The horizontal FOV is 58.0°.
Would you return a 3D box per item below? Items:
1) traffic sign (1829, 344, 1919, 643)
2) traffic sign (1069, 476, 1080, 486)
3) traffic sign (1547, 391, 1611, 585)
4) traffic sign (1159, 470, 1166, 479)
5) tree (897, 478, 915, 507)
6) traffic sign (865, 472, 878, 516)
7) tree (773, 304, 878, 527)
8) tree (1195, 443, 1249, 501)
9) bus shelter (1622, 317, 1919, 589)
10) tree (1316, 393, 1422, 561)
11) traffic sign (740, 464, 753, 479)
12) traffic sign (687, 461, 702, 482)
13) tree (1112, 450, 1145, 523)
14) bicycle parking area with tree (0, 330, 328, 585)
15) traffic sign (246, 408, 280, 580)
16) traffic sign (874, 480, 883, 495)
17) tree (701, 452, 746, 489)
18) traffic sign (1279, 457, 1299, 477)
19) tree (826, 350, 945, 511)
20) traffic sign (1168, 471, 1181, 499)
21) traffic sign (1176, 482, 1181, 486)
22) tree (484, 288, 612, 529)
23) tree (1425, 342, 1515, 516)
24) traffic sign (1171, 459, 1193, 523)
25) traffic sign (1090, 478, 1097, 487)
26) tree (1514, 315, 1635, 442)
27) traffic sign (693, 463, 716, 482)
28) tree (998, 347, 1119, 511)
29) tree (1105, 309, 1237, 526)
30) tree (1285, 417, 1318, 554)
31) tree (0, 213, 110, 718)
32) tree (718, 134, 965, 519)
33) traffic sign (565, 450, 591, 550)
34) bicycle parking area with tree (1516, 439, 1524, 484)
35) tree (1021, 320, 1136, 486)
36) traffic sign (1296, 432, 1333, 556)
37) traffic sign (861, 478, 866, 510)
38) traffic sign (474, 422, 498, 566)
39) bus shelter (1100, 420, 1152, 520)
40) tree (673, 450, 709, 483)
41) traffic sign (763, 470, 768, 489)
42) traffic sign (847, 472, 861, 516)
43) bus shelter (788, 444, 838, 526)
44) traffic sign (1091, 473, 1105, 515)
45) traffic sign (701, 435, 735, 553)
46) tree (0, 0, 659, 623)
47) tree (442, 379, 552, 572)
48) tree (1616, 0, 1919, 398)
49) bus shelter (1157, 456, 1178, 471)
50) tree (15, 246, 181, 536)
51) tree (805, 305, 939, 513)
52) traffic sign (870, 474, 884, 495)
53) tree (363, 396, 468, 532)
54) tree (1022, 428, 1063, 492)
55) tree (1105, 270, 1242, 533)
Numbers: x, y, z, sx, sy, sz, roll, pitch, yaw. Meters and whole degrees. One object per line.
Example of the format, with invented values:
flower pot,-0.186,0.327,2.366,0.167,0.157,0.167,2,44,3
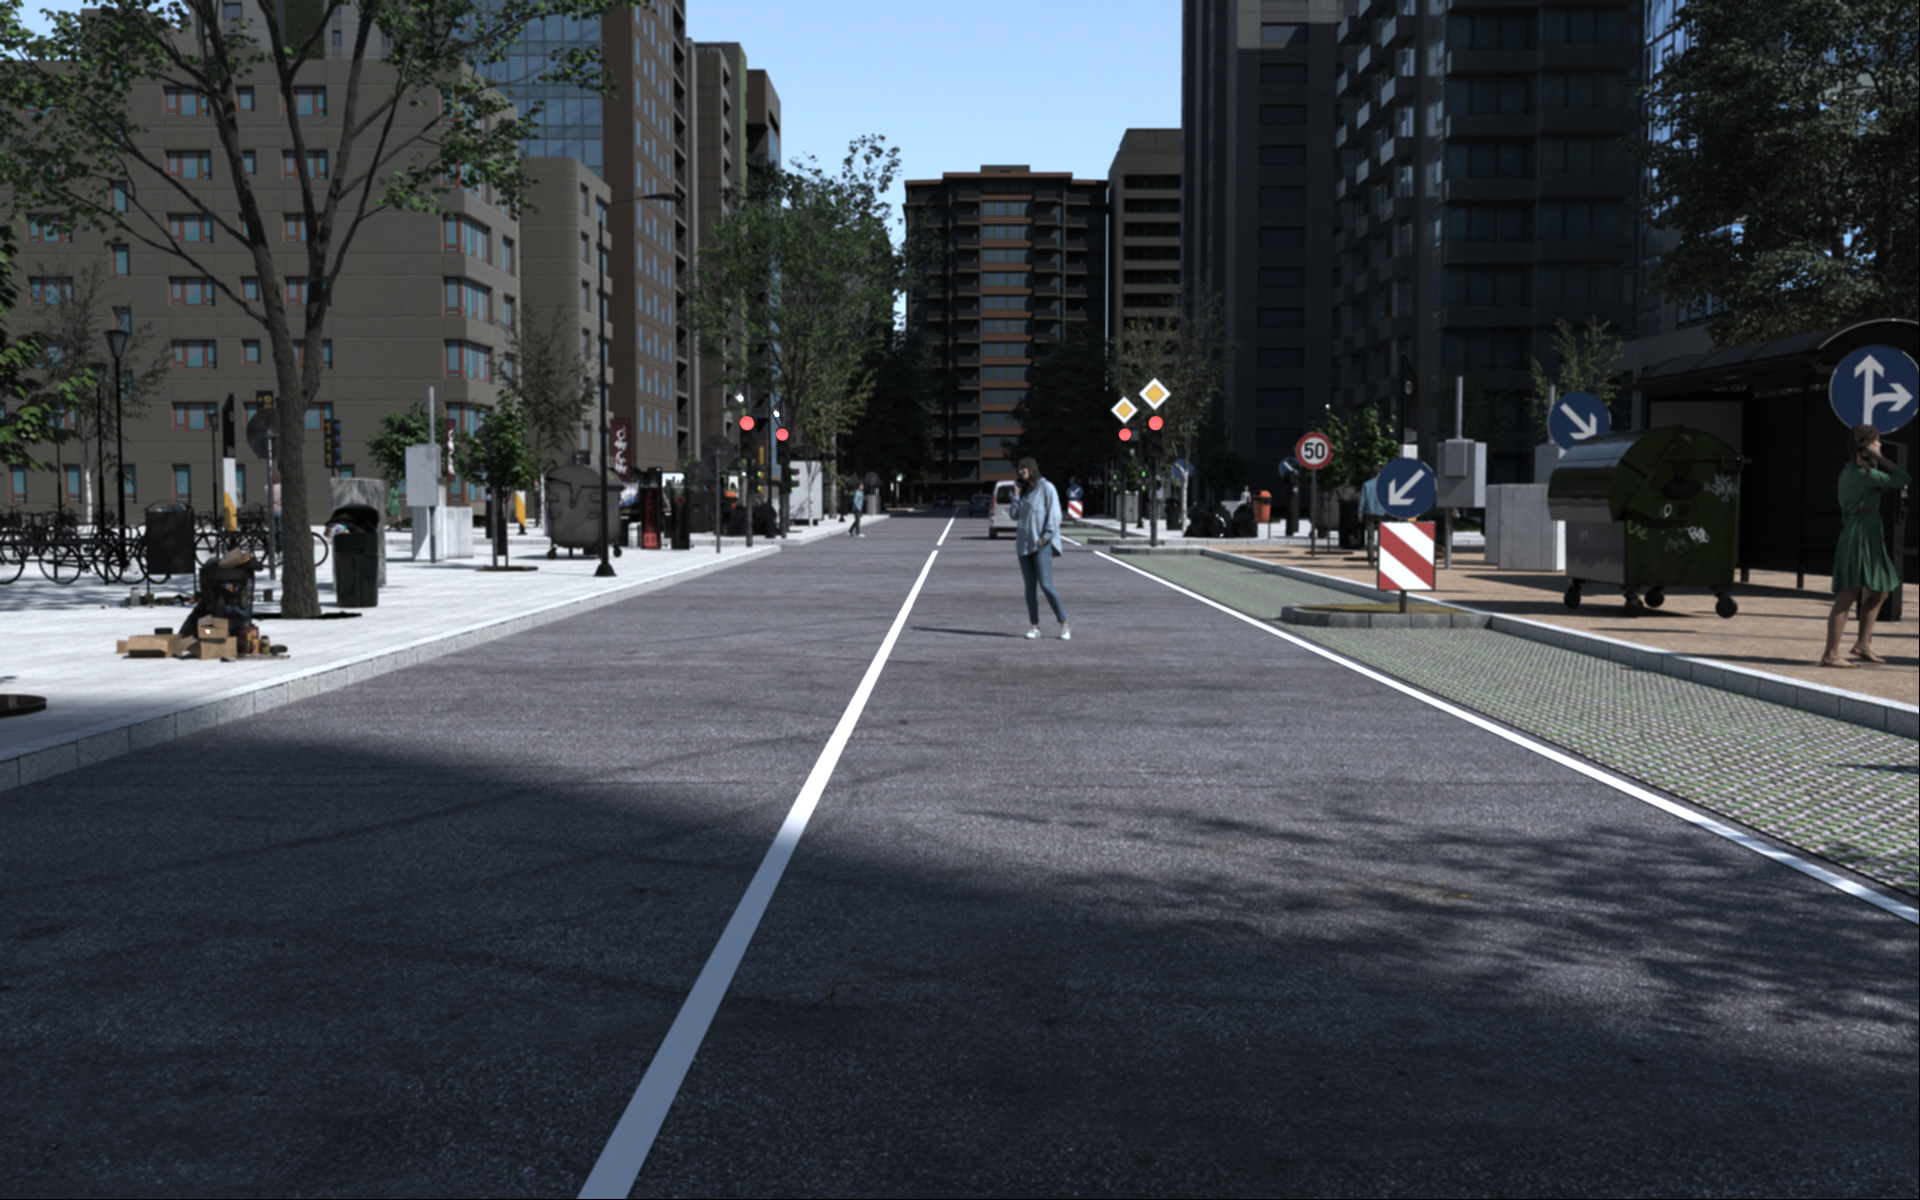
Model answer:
traffic sign,7.816,-0.903,14.863,0.768,2.556,0.104,0,4,6
traffic sign,8.075,-7.441,121.769,0.768,2.556,0.104,0,4,6
traffic sign,7.652,-1.308,21.500,0.768,2.556,0.104,0,4,4
traffic sign,10.426,-5.546,90.787,0.768,2.556,0.104,0,4,5
tree,-5.577,-10.864,172.225,1.663,3.219,1.824,0,3,0
traffic sign,-5.097,-6.083,99.567,0.768,2.556,0.104,0,4,1
tree,-5.566,-7.101,66.466,4.737,8.622,4.395,0,3,0
tree,16.798,-7.760,110.585,4.285,4.588,4.351,0,3,0
bus shelter,10.663,-1.754,22.601,2.014,3.302,5.546,0,4,0
tree,7.913,-2.364,33.257,1.663,3.219,1.824,0,3,0
traffic sign,-8.581,-4.325,70.453,0.795,2.593,0.064,0,4,5
traffic sign,-10.196,-4.090,66.981,0.768,2.556,0.104,0,4,7
tree,7.529,-5.019,76.656,1.663,3.219,1.824,0,3,0
bicycle parking area with tree,-14.736,-2.496,27.816,9.016,4.147,8.231,1,4,16
traffic sign,-10.242,-1.567,25.730,0.768,2.556,0.104,0,4,8
traffic sign,-5.810,-7.427,123.553,0.606,2.300,0.079,1,4,8
tree,-15.267,-7.838,111.863,4.285,4.588,4.351,0,3,0
traffic sign,11.407,-3.653,59.838,0.768,2.556,0.104,1,4,9
tree,-6.052,-13.279,134.112,9.611,12.733,9.660,0,3,0
traffic sign,10.507,-5.161,84.490,0.768,2.556,0.104,0,4,4
traffic sign,11.384,-5.316,89.045,0.606,2.300,0.079,1,4,8
tree,-14.977,-6.885,62.932,4.360,8.622,3.978,0,3,0
tree,24.888,-8.190,84.268,4.737,8.622,4.395,0,3,0
traffic sign,8.032,-3.830,62.726,0.768,2.556,0.104,0,4,2
traffic sign,8.180,-6.350,105.946,0.606,2.300,0.079,0,4,3
tree,25.349,-7.367,70.813,4.737,8.622,4.395,0,3,0
traffic sign,-9.743,-4.043,66.110,0.884,2.594,0.081,0,4,6
tree,8.089,-13.231,133.342,9.611,12.733,9.660,0,3,0
tree,7.898,-7.261,69.085,4.737,8.622,4.395,0,3,0
tree,7.780,-2.598,37.084,1.663,3.219,1.824,0,3,0
tree,-5.857,-0.952,10.174,1.663,3.219,1.824,0,3,0
tree,-5.167,-14.276,89.306,12.611,20.169,13.585,0,3,0
traffic sign,-8.809,-2.312,39.929,0.606,2.300,0.079,0,4,4
bicycle parking area with tree,32.017,-6.353,90.877,8.231,4.147,9.016,1,4,19
tree,8.022,-11.912,112.884,7.486,12.596,7.792,0,3,0
traffic sign,7.285,-2.175,35.673,0.768,2.556,0.104,0,4,5
traffic sign,-6.206,-6.557,109.337,0.606,2.300,0.079,1,4,9
traffic sign,-8.238,-1.866,30.617,0.768,2.556,0.104,0,4,1
bus shelter,8.604,-6.944,91.161,2.179,5.291,8.768,0,4,0
tree,-11.731,-5.005,76.434,1.663,3.219,1.824,0,3,0
traffic sign,-8.927,-4.789,78.406,0.768,2.556,0.104,0,4,5
traffic sign,-6.091,-6.134,100.299,0.884,2.594,0.081,0,4,5
bus shelter,-6.297,-4.820,72.731,2.014,3.302,5.546,0,4,0
traffic sign,8.275,-6.368,104.127,0.884,2.594,0.081,0,4,7
traffic sign,-5.243,-2.287,37.499,0.768,2.556,0.104,0,4,5
tree,-6.854,-5.624,17.705,9.928,11.665,9.643,0,3,0
tree,-7.590,-2.117,29.208,1.663,3.219,1.824,0,3,0
tree,18.445,-7.846,34.941,9.857,13.997,8.962,0,3,0
bus shelter,10.862,-7.395,98.533,2.179,5.291,8.768,0,4,0
tree,-26.136,-6.230,52.227,4.360,8.622,3.978,0,3,0
tree,-6.322,-12.831,116.445,9.857,13.997,8.962,0,3,0
traffic sign,-5.214,-6.648,108.701,0.884,2.594,0.081,0,4,7
tree,-18.308,-4.571,58.453,4.285,4.588,4.351,0,3,0
tree,7.767,-14.213,182.752,4.737,8.622,4.395,0,3,0
tree,7.206,-6.521,56.982,4.360,8.622,3.978,0,3,0
